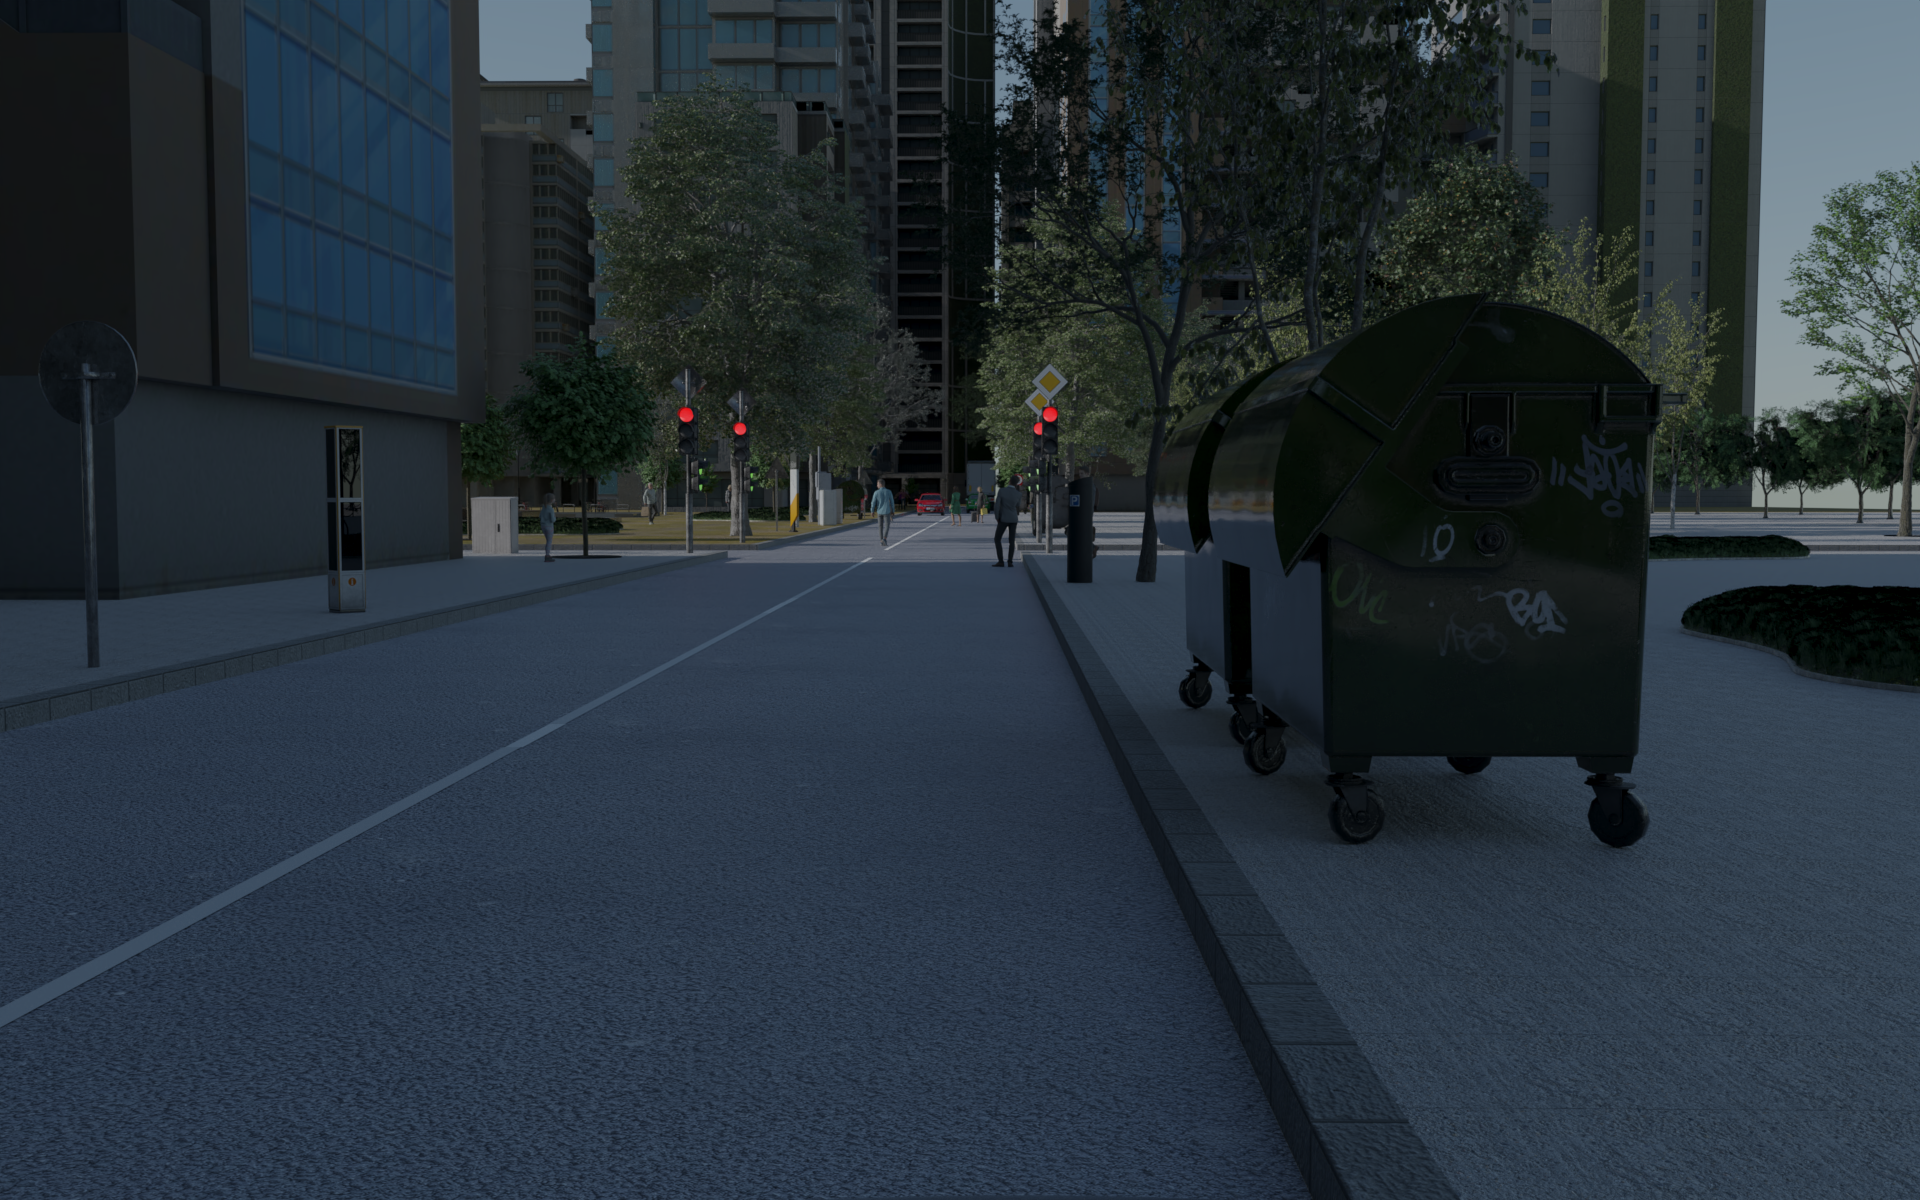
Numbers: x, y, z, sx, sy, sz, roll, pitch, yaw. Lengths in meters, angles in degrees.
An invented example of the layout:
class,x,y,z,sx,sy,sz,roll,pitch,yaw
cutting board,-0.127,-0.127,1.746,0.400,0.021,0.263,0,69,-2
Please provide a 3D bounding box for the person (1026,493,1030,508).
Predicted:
class,x,y,z,sx,sy,sz,roll,pitch,yaw
person,6.007,-9.204,157.083,0.990,1.755,0.434,-1,4,-14

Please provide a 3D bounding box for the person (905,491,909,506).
class,x,y,z,sx,sy,sz,roll,pitch,yaw
person,-5.665,-11.007,186.741,0.721,1.736,1.217,1,4,8

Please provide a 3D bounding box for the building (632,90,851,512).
class,x,y,z,sx,sy,sz,roll,pitch,yaw
building,-15.630,-21.777,127.749,14.160,30.474,14.107,0,4,1

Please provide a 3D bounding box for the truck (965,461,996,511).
class,x,y,z,sx,sy,sz,roll,pitch,yaw
truck,1.825,-9.972,151.950,2.839,4.237,11.283,0,4,0

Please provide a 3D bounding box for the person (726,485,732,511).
class,x,y,z,sx,sy,sz,roll,pitch,yaw
person,-12.878,-5.591,97.633,0.709,1.800,0.728,-1,4,-20

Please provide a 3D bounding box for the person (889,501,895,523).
class,x,y,z,sx,sy,sz,roll,pitch,yaw
person,-3.463,-4.459,85.683,0.475,1.303,0.640,-2,4,-33

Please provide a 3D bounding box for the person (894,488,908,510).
class,x,y,z,sx,sy,sz,roll,pitch,yaw
person,-4.832,-8.264,141.843,1.217,1.739,0.721,-2,4,-25

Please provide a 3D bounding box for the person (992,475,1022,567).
class,x,y,z,sx,sy,sz,roll,pitch,yaw
person,0.921,-1.554,34.082,0.592,1.802,0.473,0,4,-1

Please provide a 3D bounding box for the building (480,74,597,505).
class,x,y,z,sx,sy,sz,roll,pitch,yaw
building,-50.555,-38.624,220.744,27.495,52.752,28.713,0,4,1

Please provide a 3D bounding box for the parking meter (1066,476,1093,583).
class,x,y,z,sx,sy,sz,roll,pitch,yaw
parking meter,1.736,-1.019,25.067,0.372,1.533,0.369,0,3,0

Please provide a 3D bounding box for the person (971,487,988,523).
class,x,y,z,sx,sy,sz,roll,pitch,yaw
person,0.958,-4.716,85.829,0.699,1.804,1.509,0,4,-6

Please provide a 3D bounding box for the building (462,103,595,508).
class,x,y,z,sx,sy,sz,roll,pitch,yaw
building,-50.233,-29.727,177.923,23.993,40.220,32.217,0,4,1

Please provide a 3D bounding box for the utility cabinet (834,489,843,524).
class,x,y,z,sx,sy,sz,roll,pitch,yaw
utility cabinet,-5.239,-4.015,74.317,0.318,1.500,1.173,0,4,0

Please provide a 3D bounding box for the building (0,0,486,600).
class,x,y,z,sx,sy,sz,roll,pitch,yaw
building,-16.739,-23.038,26.782,14.200,45.320,14.600,0,4,1

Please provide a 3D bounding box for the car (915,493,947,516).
class,x,y,z,sx,sy,sz,roll,pitch,yaw
car,-1.923,-6.516,115.574,2.155,1.783,4.494,0,4,0

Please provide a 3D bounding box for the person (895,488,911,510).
class,x,y,z,sx,sy,sz,roll,pitch,yaw
person,-4.520,-7.990,137.397,1.217,1.743,0.721,-1,4,-10

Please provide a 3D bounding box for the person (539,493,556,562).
class,x,y,z,sx,sy,sz,roll,pitch,yaw
person,-7.763,-1.369,32.712,0.425,1.301,0.394,2,4,27

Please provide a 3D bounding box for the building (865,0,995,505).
class,x,y,z,sx,sy,sz,roll,pitch,yaw
building,-5.908,-47.593,216.399,20.611,71.187,20.563,0,4,1

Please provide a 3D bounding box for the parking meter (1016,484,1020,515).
class,x,y,z,sx,sy,sz,roll,pitch,yaw
parking meter,3.360,-5.997,103.759,0.399,1.863,0.255,0,4,-1

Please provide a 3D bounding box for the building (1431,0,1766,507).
class,x,y,z,sx,sy,sz,roll,pitch,yaw
building,65.606,-39.078,180.922,28.212,58.520,21.231,0,4,1

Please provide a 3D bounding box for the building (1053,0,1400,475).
class,x,y,z,sx,sy,sz,roll,pitch,yaw
building,21.929,-34.272,149.591,28.713,52.752,27.495,0,4,1

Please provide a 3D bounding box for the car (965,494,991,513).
class,x,y,z,sx,sy,sz,roll,pitch,yaw
car,1.362,-7.412,129.976,1.959,1.807,4.718,0,4,0

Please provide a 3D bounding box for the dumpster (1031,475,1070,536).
class,x,y,z,sx,sy,sz,roll,pitch,yaw
dumpster,2.826,-2.886,52.946,1.264,1.857,1.865,0,4,1

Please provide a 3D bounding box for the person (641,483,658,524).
class,x,y,z,sx,sy,sz,roll,pitch,yaw
person,-13.192,-4.094,73.471,0.515,1.767,0.782,3,4,37

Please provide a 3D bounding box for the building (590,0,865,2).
class,x,y,z,sx,sy,sz,roll,pitch,yaw
building,-18.854,-32.408,149.484,23.786,49.044,30.456,0,4,1

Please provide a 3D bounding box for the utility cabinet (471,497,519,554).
class,x,y,z,sx,sy,sz,roll,pitch,yaw
utility cabinet,-10.091,-1.615,37.565,1.020,1.237,0.306,1,4,21

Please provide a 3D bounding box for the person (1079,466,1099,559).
class,x,y,z,sx,sy,sz,roll,pitch,yaw
person,2.466,-1.700,33.806,0.822,1.834,0.622,-2,4,-32

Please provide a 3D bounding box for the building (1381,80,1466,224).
class,x,y,z,sx,sy,sz,roll,pitch,yaw
building,44.445,-32.680,184.430,14.200,45.320,14.600,0,4,1

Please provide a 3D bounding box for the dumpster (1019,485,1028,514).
class,x,y,z,sx,sy,sz,roll,pitch,yaw
dumpster,3.686,-6.389,110.212,1.264,1.857,1.865,0,4,1

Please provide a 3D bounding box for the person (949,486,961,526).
class,x,y,z,sx,sy,sz,roll,pitch,yaw
person,-0.178,-4.178,77.056,0.529,1.795,0.600,3,4,37

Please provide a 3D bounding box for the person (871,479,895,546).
class,x,y,z,sx,sy,sz,roll,pitch,yaw
person,-2.159,-2.416,47.872,0.638,1.841,0.748,1,4,12

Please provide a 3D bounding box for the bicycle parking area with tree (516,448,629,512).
class,x,y,z,sx,sy,sz,roll,pitch,yaw
bicycle parking area with tree,-25.727,-7.556,110.547,8.231,4.147,9.016,-2,4,-23

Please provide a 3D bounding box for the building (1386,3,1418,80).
class,x,y,z,sx,sy,sz,roll,pitch,yaw
building,41.952,-55.216,215.446,31.000,86.520,22.319,0,4,1

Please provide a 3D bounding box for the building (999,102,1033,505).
class,x,y,z,sx,sy,sz,roll,pitch,yaw
building,15.651,-36.277,216.834,21.600,48.544,21.300,0,4,1

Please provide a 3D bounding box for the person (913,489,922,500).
class,x,y,z,sx,sy,sz,roll,pitch,yaw
person,-3.920,-9.861,167.993,1.217,1.735,0.721,0,4,-5

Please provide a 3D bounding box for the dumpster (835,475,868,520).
class,x,y,z,sx,sy,sz,roll,pitch,yaw
dumpster,-5.475,-5.181,87.198,1.502,2.255,1.985,0,4,1

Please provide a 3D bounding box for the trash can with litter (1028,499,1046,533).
class,x,y,z,sx,sy,sz,roll,pitch,yaw
trash can with litter,2.544,-2.758,56.478,0.624,1.170,1.055,0,4,6

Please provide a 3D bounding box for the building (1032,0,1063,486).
class,x,y,z,sx,sy,sz,roll,pitch,yaw
building,17.990,-38.909,178.166,21.231,58.520,28.212,0,4,1

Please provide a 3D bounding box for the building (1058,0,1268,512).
class,x,y,z,sx,sy,sz,roll,pitch,yaw
building,14.575,-29.285,128.916,14.600,45.320,14.200,0,4,1
